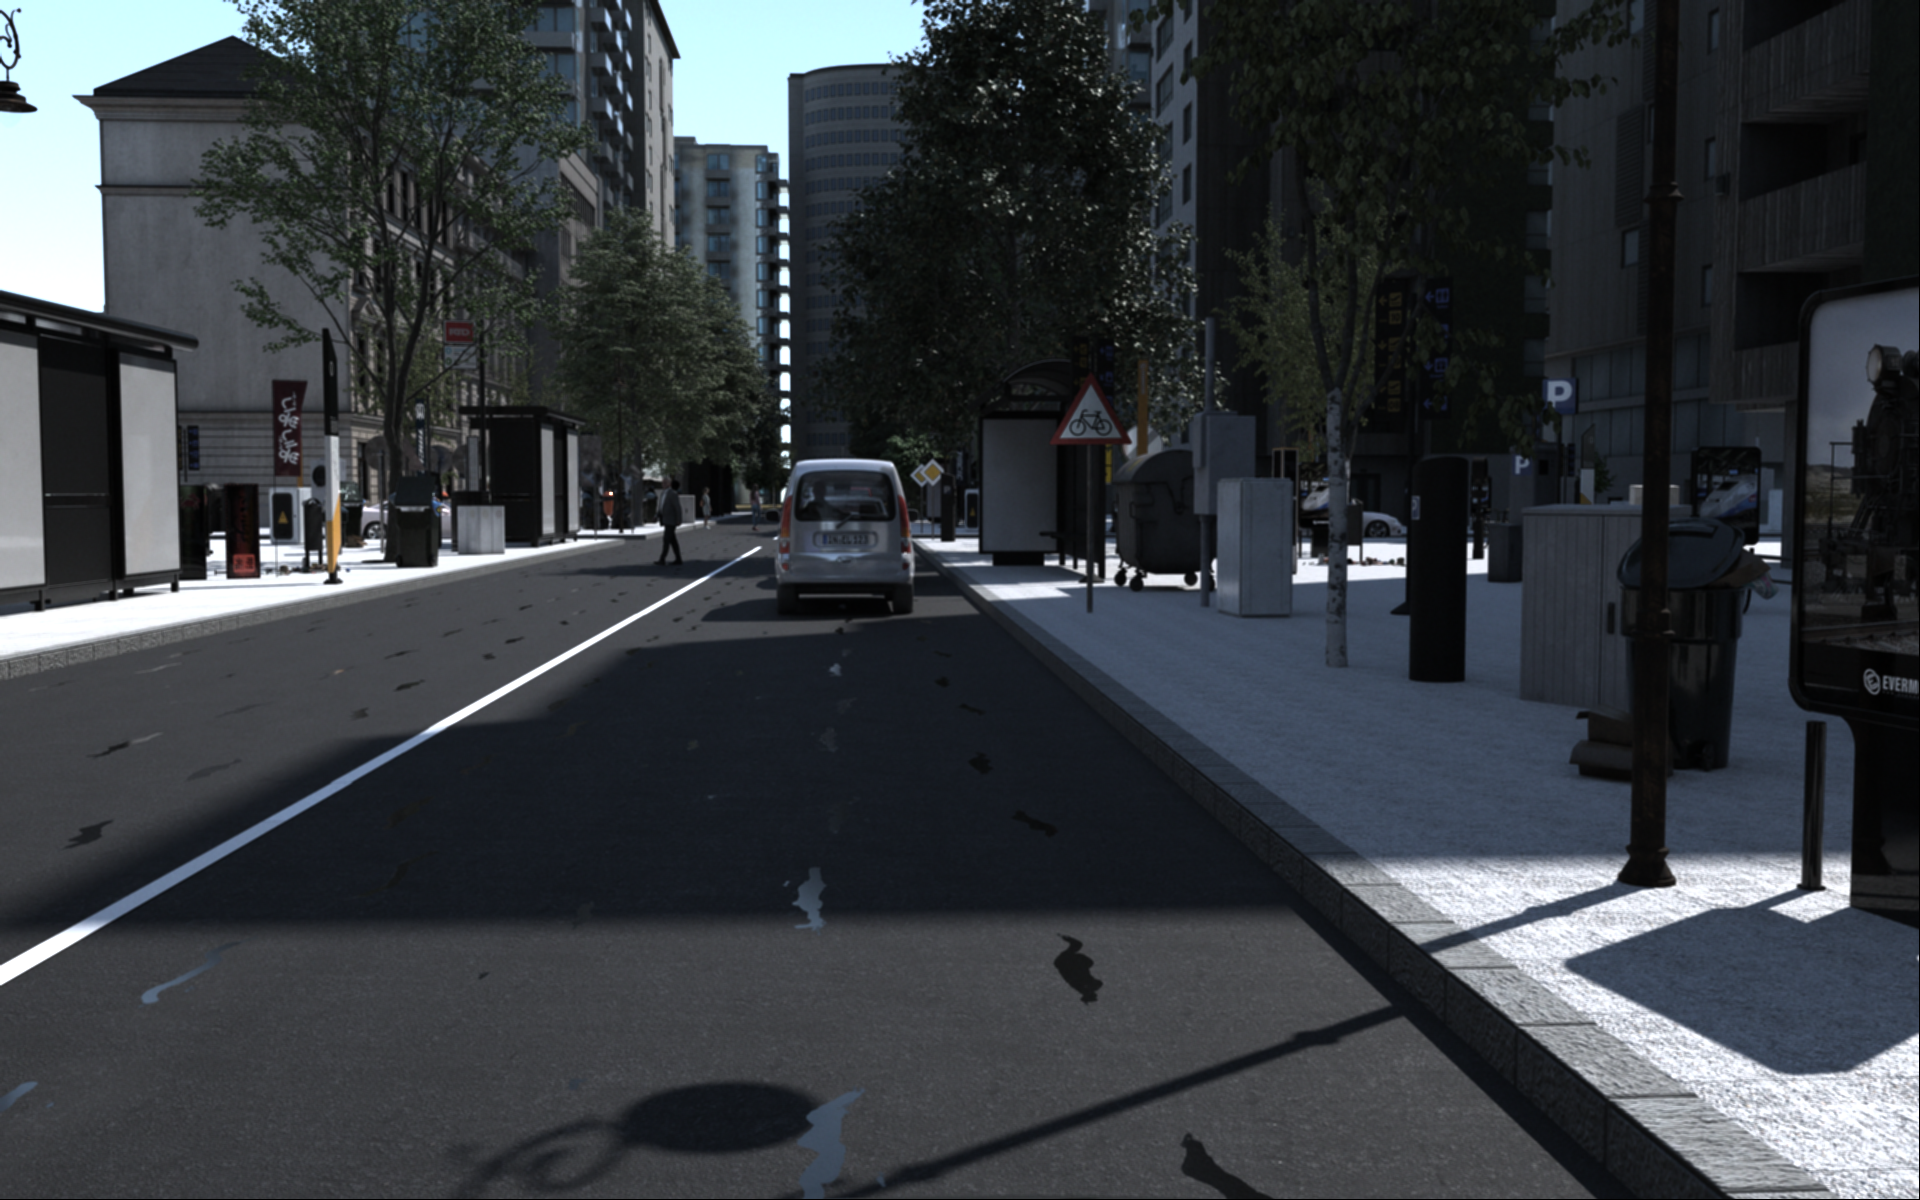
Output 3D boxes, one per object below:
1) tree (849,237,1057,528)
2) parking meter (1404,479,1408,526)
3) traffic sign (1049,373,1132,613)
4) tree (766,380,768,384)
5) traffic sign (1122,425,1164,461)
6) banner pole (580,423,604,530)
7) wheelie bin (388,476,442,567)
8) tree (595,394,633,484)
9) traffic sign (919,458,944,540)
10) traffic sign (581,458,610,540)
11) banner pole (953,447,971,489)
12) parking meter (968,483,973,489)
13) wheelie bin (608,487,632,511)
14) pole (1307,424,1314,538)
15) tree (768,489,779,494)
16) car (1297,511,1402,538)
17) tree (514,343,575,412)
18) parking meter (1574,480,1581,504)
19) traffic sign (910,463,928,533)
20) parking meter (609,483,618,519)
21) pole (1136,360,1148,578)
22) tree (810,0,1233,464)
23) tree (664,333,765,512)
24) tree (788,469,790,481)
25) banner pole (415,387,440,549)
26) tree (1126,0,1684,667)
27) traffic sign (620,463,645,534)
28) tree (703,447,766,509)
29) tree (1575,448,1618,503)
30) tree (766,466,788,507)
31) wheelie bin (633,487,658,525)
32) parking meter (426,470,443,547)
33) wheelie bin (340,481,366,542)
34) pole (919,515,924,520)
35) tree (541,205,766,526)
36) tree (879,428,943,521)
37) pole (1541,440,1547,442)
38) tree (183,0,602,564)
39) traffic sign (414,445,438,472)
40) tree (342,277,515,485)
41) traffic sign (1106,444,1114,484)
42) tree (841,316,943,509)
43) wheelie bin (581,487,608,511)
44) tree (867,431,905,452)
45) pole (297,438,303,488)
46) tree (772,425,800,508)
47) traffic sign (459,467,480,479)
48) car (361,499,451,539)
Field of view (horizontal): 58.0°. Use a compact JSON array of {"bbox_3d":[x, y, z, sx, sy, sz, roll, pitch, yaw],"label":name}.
[{"bbox_3d":[-0.159,-8.612,66.569,9.928,11.665,9.643,0,3,0],"label":"tree"},{"bbox_3d":[17.826,-3.853,68.708,0.255,1.863,0.399,-1,4,-18],"label":"parking meter"},{"bbox_3d":[1.404,-1.142,18.676,0.884,2.594,0.081,0,4,1],"label":"traffic sign"},{"bbox_3d":[-12.910,-10.139,83.900,7.486,12.596,7.792,0,3,0],"label":"tree"},{"bbox_3d":[3.343,-1.935,31.744,0.768,2.556,0.104,0,4,4],"label":"traffic sign"},{"bbox_3d":[-13.003,-4.350,61.140,0.863,3.779,0.401,1,4,9],"label":"banner pole"},{"bbox_3d":[-9.557,-1.379,30.459,0.980,1.594,0.693,0,4,-1],"label":"wheelie bin"},{"bbox_3d":[-22.483,-9.927,112.674,4.360,8.622,3.978,0,3,0],"label":"tree"},{"bbox_3d":[-0.762,-2.742,48.478,0.795,2.450,0.064,0,4,-3],"label":"traffic sign"},{"bbox_3d":[-10.090,-2.709,47.932,0.795,2.450,0.064,0,4,-3],"label":"traffic sign"},{"bbox_3d":[0.135,-4.332,60.840,0.863,3.779,0.401,-1,4,-19],"label":"banner pole"},{"bbox_3d":[0.562,-5.380,93.666,0.255,1.863,0.399,-1,4,-13],"label":"parking meter"},{"bbox_3d":[-18.035,-5.136,91.886,0.693,1.594,0.980,3,5,43],"label":"wheelie bin"},{"bbox_3d":[10.159,-3.446,50.190,0.158,3.312,0.155,0,3,0],"label":"pole"},{"bbox_3d":[-19.426,-11.335,179.927,1.663,3.219,1.824,0,3,0],"label":"tree"},{"bbox_3d":[11.075,-2.483,52.959,4.827,1.381,2.083,0,4,-3],"label":"car"},{"bbox_3d":[-20.775,-8.133,83.333,4.737,8.622,4.395,0,3,0],"label":"tree"},{"bbox_3d":[25.396,-4.002,71.145,0.255,1.863,0.399,1,4,10],"label":"parking meter"},{"bbox_3d":[-1.248,-3.230,56.448,0.795,2.450,0.064,0,4,-3],"label":"traffic sign"},{"bbox_3d":[-18.041,-5.169,90.232,0.255,1.863,0.399,3,4,38],"label":"parking meter"},{"bbox_3d":[2.786,-1.996,26.480,0.158,3.312,0.155,0,3,0],"label":"pole"},{"bbox_3d":[1.118,-7.366,37.440,9.611,12.733,9.660,0,3,0],"label":"tree"},{"bbox_3d":[-16.244,-12.566,122.455,9.611,12.733,9.660,0,3,0],"label":"tree"},{"bbox_3d":[-18.161,-11.424,170.494,4.285,4.588,4.351,0,3,0],"label":"tree"},{"bbox_3d":[-12.413,-3.066,40.152,0.401,3.779,0.863,1,4,9],"label":"banner pole"},{"bbox_3d":[2.875,-3.795,12.408,4.737,8.622,4.395,0,3,0],"label":"tree"},{"bbox_3d":[-10.576,-3.196,55.902,0.795,2.450,0.064,0,4,-3],"label":"traffic sign"},{"bbox_3d":[-15.748,-7.868,112.350,4.285,4.588,4.351,0,3,0],"label":"tree"},{"bbox_3d":[26.432,-4.716,71.705,1.663,3.219,1.824,0,3,0],"label":"tree"},{"bbox_3d":[-17.971,-10.309,152.262,4.285,4.588,4.351,0,3,0],"label":"tree"},{"bbox_3d":[-13.622,-4.140,75.603,0.980,1.594,0.693,3,4,36],"label":"wheelie bin"},{"bbox_3d":[-12.653,-2.195,41.604,0.399,1.863,0.255,-2,4,-29],"label":"parking meter"},{"bbox_3d":[-15.193,-2.129,42.723,0.693,1.594,0.980,3,5,42],"label":"wheelie bin"},{"bbox_3d":[-1.912,-5.641,86.073,0.158,3.312,0.155,0,3,0],"label":"pole"},{"bbox_3d":[-13.246,-9.229,69.028,7.486,12.596,7.792,0,3,0],"label":"tree"},{"bbox_3d":[-2.288,-6.098,83.411,4.285,4.588,4.351,0,3,0],"label":"tree"},{"bbox_3d":[22.113,-4.394,65.692,0.158,3.312,0.155,0,3,0],"label":"pole"},{"bbox_3d":[-10.437,-6.494,31.934,9.928,11.665,9.643,0,3,0],"label":"tree"},{"bbox_3d":[-13.816,-2.722,44.607,0.768,2.556,0.104,0,4,5],"label":"traffic sign"},{"bbox_3d":[-18.070,-6.542,57.324,4.737,8.622,4.395,0,3,0],"label":"tree"},{"bbox_3d":[2.783,-3.080,44.238,2.265,3.308,0.079,0,4,-2],"label":"traffic sign"},{"bbox_3d":[-3.451,-12.332,108.287,9.857,13.997,8.962,0,3,0],"label":"tree"},{"bbox_3d":[-14.474,-3.679,68.060,0.693,1.594,0.980,1,4,16],"label":"wheelie bin"},{"bbox_3d":[-6.087,-12.340,152.124,4.360,8.622,3.978,0,3,0],"label":"tree"},{"bbox_3d":[-24.162,-4.255,63.407,0.158,3.312,0.155,0,3,0],"label":"pole"},{"bbox_3d":[-17.391,-13.050,163.735,4.737,8.622,4.395,0,3,0],"label":"tree"},{"bbox_3d":[-13.669,-2.823,48.293,0.606,2.300,0.079,0,4,6],"label":"traffic sign"},{"bbox_3d":[-15.493,-2.349,50.762,4.827,1.381,2.083,0,4,-3],"label":"car"}]
